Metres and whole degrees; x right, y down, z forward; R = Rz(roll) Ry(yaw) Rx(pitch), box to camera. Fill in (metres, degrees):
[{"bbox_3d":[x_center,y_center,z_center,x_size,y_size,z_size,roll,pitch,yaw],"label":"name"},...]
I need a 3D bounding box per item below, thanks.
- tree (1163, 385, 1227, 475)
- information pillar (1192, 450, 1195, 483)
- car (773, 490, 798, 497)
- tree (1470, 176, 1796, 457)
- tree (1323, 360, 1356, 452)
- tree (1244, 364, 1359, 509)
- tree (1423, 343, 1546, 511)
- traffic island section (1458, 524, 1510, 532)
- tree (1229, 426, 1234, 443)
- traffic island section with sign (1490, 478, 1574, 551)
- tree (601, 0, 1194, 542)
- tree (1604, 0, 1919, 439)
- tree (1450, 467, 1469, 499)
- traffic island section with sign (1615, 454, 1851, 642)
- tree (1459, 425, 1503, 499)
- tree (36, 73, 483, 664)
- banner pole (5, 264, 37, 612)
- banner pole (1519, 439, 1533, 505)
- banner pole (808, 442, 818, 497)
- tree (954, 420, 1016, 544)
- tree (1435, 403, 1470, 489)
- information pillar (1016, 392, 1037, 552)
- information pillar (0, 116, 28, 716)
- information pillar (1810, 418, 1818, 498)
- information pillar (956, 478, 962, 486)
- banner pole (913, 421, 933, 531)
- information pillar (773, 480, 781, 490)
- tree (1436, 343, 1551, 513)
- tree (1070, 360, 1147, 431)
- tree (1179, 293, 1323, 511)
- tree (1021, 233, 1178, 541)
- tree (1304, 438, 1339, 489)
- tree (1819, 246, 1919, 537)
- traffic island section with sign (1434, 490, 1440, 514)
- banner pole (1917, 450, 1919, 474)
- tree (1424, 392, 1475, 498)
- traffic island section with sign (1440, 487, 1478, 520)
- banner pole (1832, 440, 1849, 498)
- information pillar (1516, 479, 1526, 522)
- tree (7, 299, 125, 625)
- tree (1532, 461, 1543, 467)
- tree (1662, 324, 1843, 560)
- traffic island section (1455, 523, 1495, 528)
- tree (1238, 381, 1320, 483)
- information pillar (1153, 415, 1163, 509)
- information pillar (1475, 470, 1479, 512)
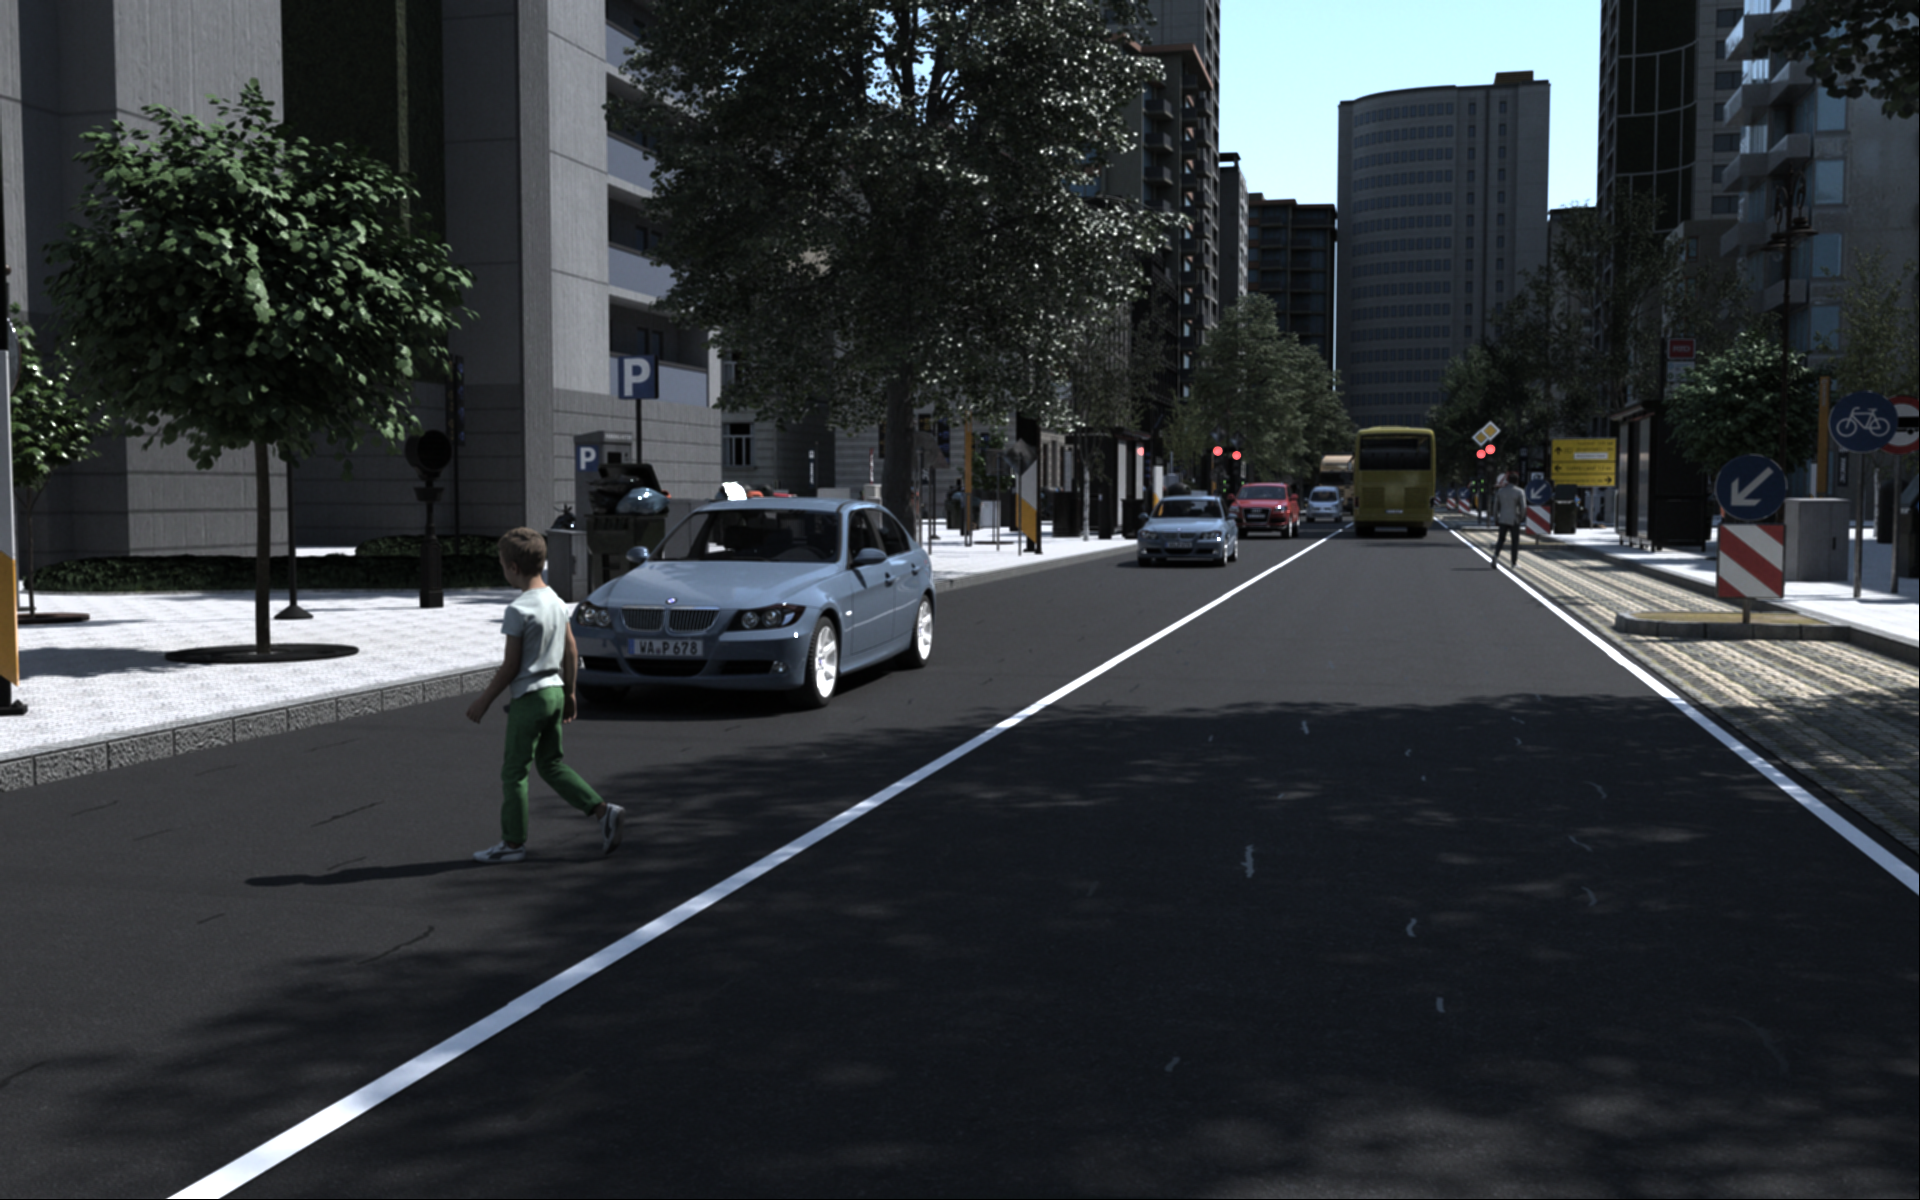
[{"bbox_3d":[14.852,-10.051,114.697,4.737,8.622,4.395,0,3,0],"label":"tree"},{"bbox_3d":[12.526,-6.214,92.960,0.183,3.616,0.504,0,4,0],"label":"information pillar"},{"bbox_3d":[-9.147,-4.276,78.946,4.494,1.783,2.155,1,4,13],"label":"car"},{"bbox_3d":[19.542,-7.075,50.090,8.767,10.594,7.601,1,4,18],"label":"tree"},{"bbox_3d":[25.850,-12.992,130.546,7.486,12.596,7.792,0,3,0],"label":"tree"},{"bbox_3d":[29.174,-14.147,148.310,9.611,12.733,9.660,0,3,0],"label":"tree"},{"bbox_3d":[40.002,-13.143,131.891,9.611,12.733,9.660,0,3,0],"label":"tree"},{"bbox_3d":[20.248,-2.691,66.284,2.009,0.180,2.903,1,4,14],"label":"traffic island section"},{"bbox_3d":[18.962,-11.257,134.415,4.737,8.622,4.395,0,3,0],"label":"tree"},{"bbox_3d":[14.769,-2.210,44.760,1.989,1.847,2.006,1,4,14],"label":"traffic island section with sign"},{"bbox_3d":[-0.974,-7.410,27.812,9.857,13.997,8.962,0,3,0],"label":"tree"},{"bbox_3d":[9.025,-6.309,9.800,9.857,13.997,8.962,0,3,0],"label":"tree"},{"bbox_3d":[58.591,-15.493,203.677,4.360,8.622,3.978,0,3,0],"label":"tree"},{"bbox_3d":[7.886,-0.565,17.872,1.989,1.847,2.006,1,4,14],"label":"traffic island section with sign"},{"bbox_3d":[51.817,-13.821,176.336,4.737,8.622,4.395,0,3,0],"label":"tree"},{"bbox_3d":[-5.509,-1.827,13.587,4.285,4.588,4.351,0,3,0],"label":"tree"},{"bbox_3d":[-10.518,-1.781,19.131,0.401,3.779,0.863,-2,4,-35],"label":"banner pole"},{"bbox_3d":[25.819,-5.441,78.978,0.863,3.779,0.401,-1,4,-20],"label":"banner pole"},{"bbox_3d":[-7.060,-5.723,83.591,0.401,3.779,0.863,2,4,31],"label":"banner pole"},{"bbox_3d":[0.885,-3.063,44.676,1.663,3.219,1.824,0,3,0],"label":"tree"},{"bbox_3d":[28.810,-9.369,87.599,7.601,10.594,8.767,-2,4,-31],"label":"tree"},{"bbox_3d":[1.488,-2.871,38.292,0.504,3.616,0.183,0,4,1],"label":"information pillar"},{"bbox_3d":[-5.697,-1.136,9.923,0.504,3.616,0.183,-1,4,-21],"label":"information pillar"},{"bbox_3d":[23.155,-3.385,46.699,0.183,3.616,0.504,-1,4,-13],"label":"information pillar"},{"bbox_3d":[-0.051,-4.628,80.164,0.304,2.012,0.304,0,4,1],"label":"information pillar"},{"bbox_3d":[-1.332,-4.246,59.435,0.863,3.779,0.401,0,4,-2],"label":"banner pole"},{"bbox_3d":[-9.704,-5.352,92.004,0.304,2.012,0.304,2,4,27],"label":"information pillar"},{"bbox_3d":[35.642,-11.618,115.705,9.928,11.665,9.643,0,3,0],"label":"tree"},{"bbox_3d":[7.977,-8.901,95.890,4.737,8.622,4.395,0,3,0],"label":"tree"},{"bbox_3d":[16.199,-11.024,98.369,7.486,12.596,7.792,0,3,0],"label":"tree"},{"bbox_3d":[3.694,-5.919,47.143,4.360,8.622,3.978,0,3,0],"label":"tree"},{"bbox_3d":[38.570,-14.263,183.564,4.360,8.622,3.978,0,3,0],"label":"tree"},{"bbox_3d":[27.191,-6.155,50.999,4.737,8.622,4.395,0,3,0],"label":"tree"},{"bbox_3d":[35.108,-7.074,124.286,1.989,1.847,2.006,1,4,14],"label":"traffic island section with sign"},{"bbox_3d":[39.901,-5.011,71.949,0.863,3.779,0.401,-2,4,-32],"label":"banner pole"},{"bbox_3d":[54.830,-16.757,192.107,7.486,12.596,7.792,0,3,0],"label":"tree"},{"bbox_3d":[28.339,-5.457,97.853,1.989,1.847,2.006,1,4,14],"label":"traffic island section with sign"},{"bbox_3d":[35.998,-4.948,70.919,0.863,3.779,0.401,0,4,-7],"label":"banner pole"},{"bbox_3d":[25.846,-4.607,79.809,0.304,2.012,0.304,-3,4,-36],"label":"information pillar"},{"bbox_3d":[-9.488,-1.392,17.357,1.663,3.219,1.824,0,3,0],"label":"tree"},{"bbox_3d":[47.593,-9.548,139.820,4.285,4.588,4.351,0,3,0],"label":"tree"},{"bbox_3d":[15.391,-3.052,33.608,4.285,4.588,4.351,0,3,0],"label":"tree"},{"bbox_3d":[22.227,-3.165,74.021,2.009,0.180,2.903,1,4,14],"label":"traffic island section"},{"bbox_3d":[20.075,-9.713,109.163,4.737,8.622,4.395,0,3,0],"label":"tree"},{"bbox_3d":[5.861,-3.661,51.216,0.183,3.616,0.504,2,4,34],"label":"information pillar"},{"bbox_3d":[36.871,-8.075,123.382,0.183,3.616,0.504,-1,4,-14],"label":"information pillar"}]
